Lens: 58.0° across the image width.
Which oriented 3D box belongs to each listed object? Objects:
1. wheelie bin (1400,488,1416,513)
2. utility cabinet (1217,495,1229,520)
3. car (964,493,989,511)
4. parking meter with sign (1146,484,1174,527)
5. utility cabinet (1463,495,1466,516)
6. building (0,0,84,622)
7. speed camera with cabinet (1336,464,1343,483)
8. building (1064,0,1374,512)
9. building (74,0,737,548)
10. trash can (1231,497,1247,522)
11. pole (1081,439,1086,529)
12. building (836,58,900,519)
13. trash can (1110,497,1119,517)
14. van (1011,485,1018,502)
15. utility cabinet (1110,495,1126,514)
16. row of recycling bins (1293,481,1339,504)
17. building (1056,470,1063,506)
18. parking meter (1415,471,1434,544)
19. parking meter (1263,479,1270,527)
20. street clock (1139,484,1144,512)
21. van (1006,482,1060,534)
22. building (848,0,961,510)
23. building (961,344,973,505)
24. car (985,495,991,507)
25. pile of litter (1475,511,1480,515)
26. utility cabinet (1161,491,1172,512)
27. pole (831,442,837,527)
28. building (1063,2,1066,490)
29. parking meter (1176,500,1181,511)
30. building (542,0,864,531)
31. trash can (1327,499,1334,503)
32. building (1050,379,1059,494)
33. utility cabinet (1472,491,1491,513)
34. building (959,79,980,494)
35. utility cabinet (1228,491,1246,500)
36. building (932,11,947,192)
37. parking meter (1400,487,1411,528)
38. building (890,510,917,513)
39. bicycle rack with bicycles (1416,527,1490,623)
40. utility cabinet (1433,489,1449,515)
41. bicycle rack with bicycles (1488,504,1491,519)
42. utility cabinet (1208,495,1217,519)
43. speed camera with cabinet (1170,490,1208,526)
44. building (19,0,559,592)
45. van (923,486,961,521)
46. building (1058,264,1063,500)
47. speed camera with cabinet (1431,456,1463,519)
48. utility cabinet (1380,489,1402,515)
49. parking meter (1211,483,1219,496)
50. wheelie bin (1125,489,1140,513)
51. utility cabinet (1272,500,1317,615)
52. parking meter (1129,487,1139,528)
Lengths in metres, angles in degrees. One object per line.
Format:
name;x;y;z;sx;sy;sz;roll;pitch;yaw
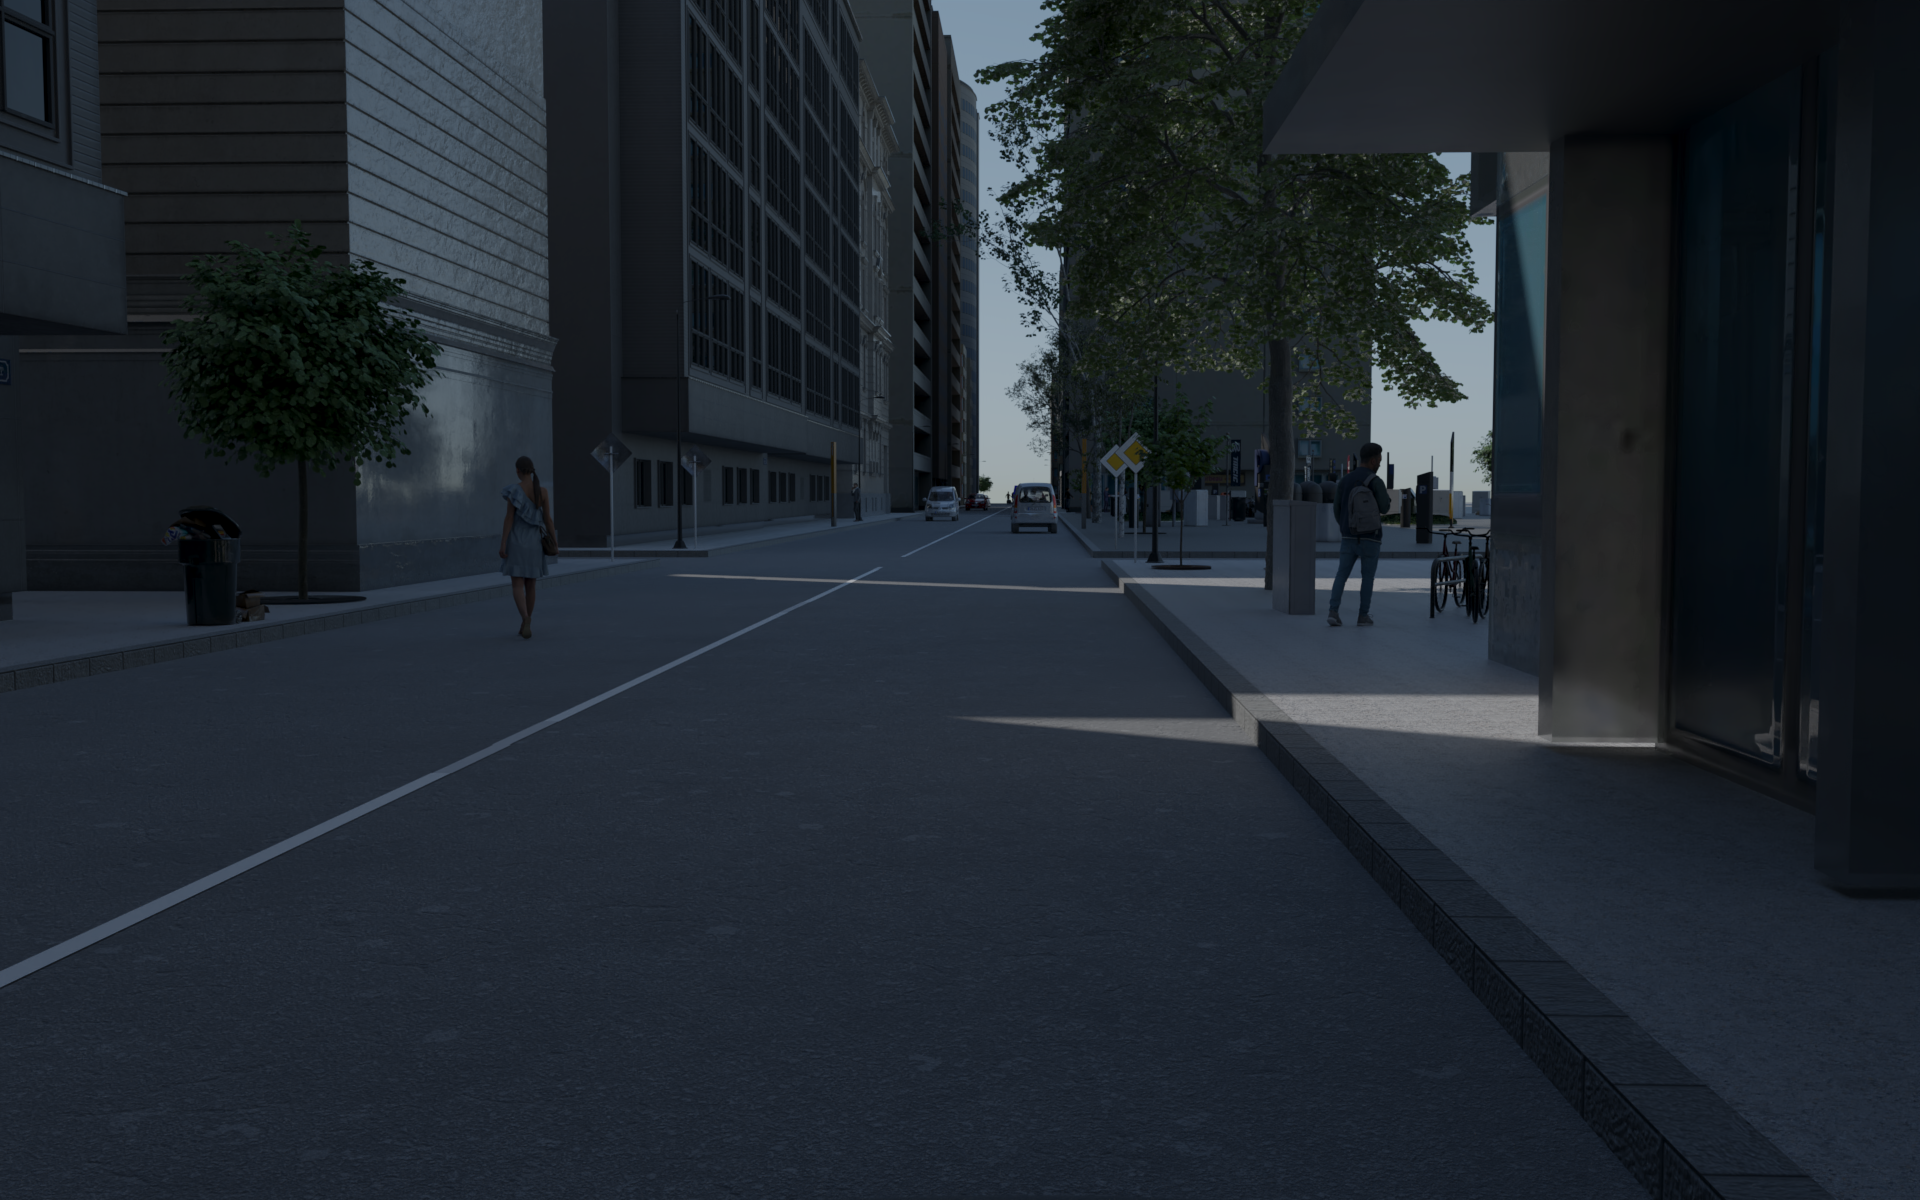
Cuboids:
wheelie bin;23.859;-5.134;91.855;0.693;1.594;0.980;2;4;28
utility cabinet;13.125;-4.556;85.647;0.306;1.237;1.020;0;4;-6
car;1.445;-8.638;150.272;2.155;1.783;4.494;0;4;4
parking meter with sign;7.528;-4.380;67.872;1.738;3.016;0.543;0;4;7
utility cabinet;28.872;-5.479;100.736;1.020;1.237;0.306;2;4;23
building;-15.483;-12.945;5.163;14.314;27.812;24.014;0;4;3
speed camera with cabinet;25.405;-7.313;113.908;2.038;3.252;0.660;-3;4;-37
building;18.792;-31.001;130.572;21.300;48.544;21.600;0;4;3
building;-13.218;-15.846;52.582;14.314;27.812;24.014;0;4;3
trash can;13.067;-4.247;81.094;0.748;1.137;0.748;0;3;0
pole;4.583;-4.293;64.041;0.158;3.312;0.155;0;3;0
building;-11.234;-19.189;101.133;14.401;28.519;23.554;0;4;3
trash can;8.878;-5.323;98.683;0.748;1.137;0.748;0;3;0
van;4.653;-7.117;120.753;2.240;2.365;5.245;0;4;3
utility cabinet;10.291;-6.213;112.736;1.020;1.237;0.306;-2;4;-25
row of recycling bins;11.342;-2.925;54.936;3.534;1.692;1.069;-3;4;-38
building;23.519;-48.660;233.837;20.563;71.187;20.611;0;4;3
parking meter;12.056;-2.402;44.980;0.399;1.863;0.255;3;5;41
parking meter;12.093;-3.806;67.941;0.255;1.863;0.399;3;4;37
street clock;11.672;-6.512;111.035;0.471;2.002;0.358;0;4;-1
van;2.736;-3.502;64.263;2.013;2.044;4.112;0;4;1
building;-11.026;-33.861;177.329;21.300;48.544;21.600;0;4;3
building;-12.776;-22.590;214.393;27.650;21.520;28.899;0;4;3
car;2.371;-10.913;190.796;2.083;1.381;4.827;0;4;4
pile of litter;31.670;-5.559;104.849;1.719;0.858;1.176;-3;5;-43
utility cabinet;12.912;-6.173;109.605;1.173;1.500;0.318;1;4;19
pole;-4.959;-4.534;67.966;0.158;3.312;0.155;0;3;0
building;19.786;-37.499;155.108;21.231;58.520;28.212;0;4;3
parking meter;11.593;-5.134;92.353;0.372;1.533;0.369;0;3;0
building;-12.498;-17.311;76.544;14.314;27.812;24.014;0;4;3
trash can;10.955;-2.339;49.896;0.748;1.137;0.748;0;3;0
building;27.487;-25.378;259.963;27.650;21.520;28.899;0;4;3
utility cabinet;34.161;-6.415;113.556;0.318;1.500;1.173;-3;5;-43
building;-8.280;-42.789;241.594;21.231;58.520;28.212;0;4;3
utility cabinet;18.175;-6.425;113.732;1.173;1.500;0.318;1;4;22
building;-8.444;-31.151;159.429;14.600;45.320;14.200;0;4;3
parking meter;17.062;-3.542;66.316;0.372;1.533;0.369;0;3;0
building;-13.344;-30.783;127.003;21.300;48.544;21.600;0;4;3
bicycle rack with bicycles;5.902;-0.287;18.081;2.852;0.926;2.925;2;4;34
utility cabinet;22.795;-4.520;82.583;1.173;1.500;0.318;-1;4;-11
bicycle rack with bicycles;20.689;-3.084;63.797;2.852;0.926;2.925;1;4;18
utility cabinet;12.736;-4.697;87.957;0.306;1.237;1.020;-3;5;-42
speed camera with cabinet;9.180;-4.591;69.403;0.660;3.252;2.038;-2;4;-24
building;-16.562;-10.885;27.123;18.267;20.994;9.793;0;4;3
van;-0.948;-5.236;92.625;2.013;2.044;4.112;0;4;3
building;19.412;-27.292;217.918;14.160;30.474;14.107;0;4;3
speed camera with cabinet;24.879;-5.808;89.301;2.038;3.252;0.660;-1;4;-11
utility cabinet;19.774;-4.356;79.892;1.173;1.500;0.318;3;5;42
parking meter;13.684;-5.331;92.878;0.399;1.863;0.255;1;4;19
wheelie bin;10.218;-5.779;102.402;0.980;1.594;0.693;2;4;24
utility cabinet;3.644;-0.472;18.873;0.306;1.237;1.020;0;4;0
parking meter;6.570;-3.490;65.468;0.372;1.533;0.369;0;3;0
